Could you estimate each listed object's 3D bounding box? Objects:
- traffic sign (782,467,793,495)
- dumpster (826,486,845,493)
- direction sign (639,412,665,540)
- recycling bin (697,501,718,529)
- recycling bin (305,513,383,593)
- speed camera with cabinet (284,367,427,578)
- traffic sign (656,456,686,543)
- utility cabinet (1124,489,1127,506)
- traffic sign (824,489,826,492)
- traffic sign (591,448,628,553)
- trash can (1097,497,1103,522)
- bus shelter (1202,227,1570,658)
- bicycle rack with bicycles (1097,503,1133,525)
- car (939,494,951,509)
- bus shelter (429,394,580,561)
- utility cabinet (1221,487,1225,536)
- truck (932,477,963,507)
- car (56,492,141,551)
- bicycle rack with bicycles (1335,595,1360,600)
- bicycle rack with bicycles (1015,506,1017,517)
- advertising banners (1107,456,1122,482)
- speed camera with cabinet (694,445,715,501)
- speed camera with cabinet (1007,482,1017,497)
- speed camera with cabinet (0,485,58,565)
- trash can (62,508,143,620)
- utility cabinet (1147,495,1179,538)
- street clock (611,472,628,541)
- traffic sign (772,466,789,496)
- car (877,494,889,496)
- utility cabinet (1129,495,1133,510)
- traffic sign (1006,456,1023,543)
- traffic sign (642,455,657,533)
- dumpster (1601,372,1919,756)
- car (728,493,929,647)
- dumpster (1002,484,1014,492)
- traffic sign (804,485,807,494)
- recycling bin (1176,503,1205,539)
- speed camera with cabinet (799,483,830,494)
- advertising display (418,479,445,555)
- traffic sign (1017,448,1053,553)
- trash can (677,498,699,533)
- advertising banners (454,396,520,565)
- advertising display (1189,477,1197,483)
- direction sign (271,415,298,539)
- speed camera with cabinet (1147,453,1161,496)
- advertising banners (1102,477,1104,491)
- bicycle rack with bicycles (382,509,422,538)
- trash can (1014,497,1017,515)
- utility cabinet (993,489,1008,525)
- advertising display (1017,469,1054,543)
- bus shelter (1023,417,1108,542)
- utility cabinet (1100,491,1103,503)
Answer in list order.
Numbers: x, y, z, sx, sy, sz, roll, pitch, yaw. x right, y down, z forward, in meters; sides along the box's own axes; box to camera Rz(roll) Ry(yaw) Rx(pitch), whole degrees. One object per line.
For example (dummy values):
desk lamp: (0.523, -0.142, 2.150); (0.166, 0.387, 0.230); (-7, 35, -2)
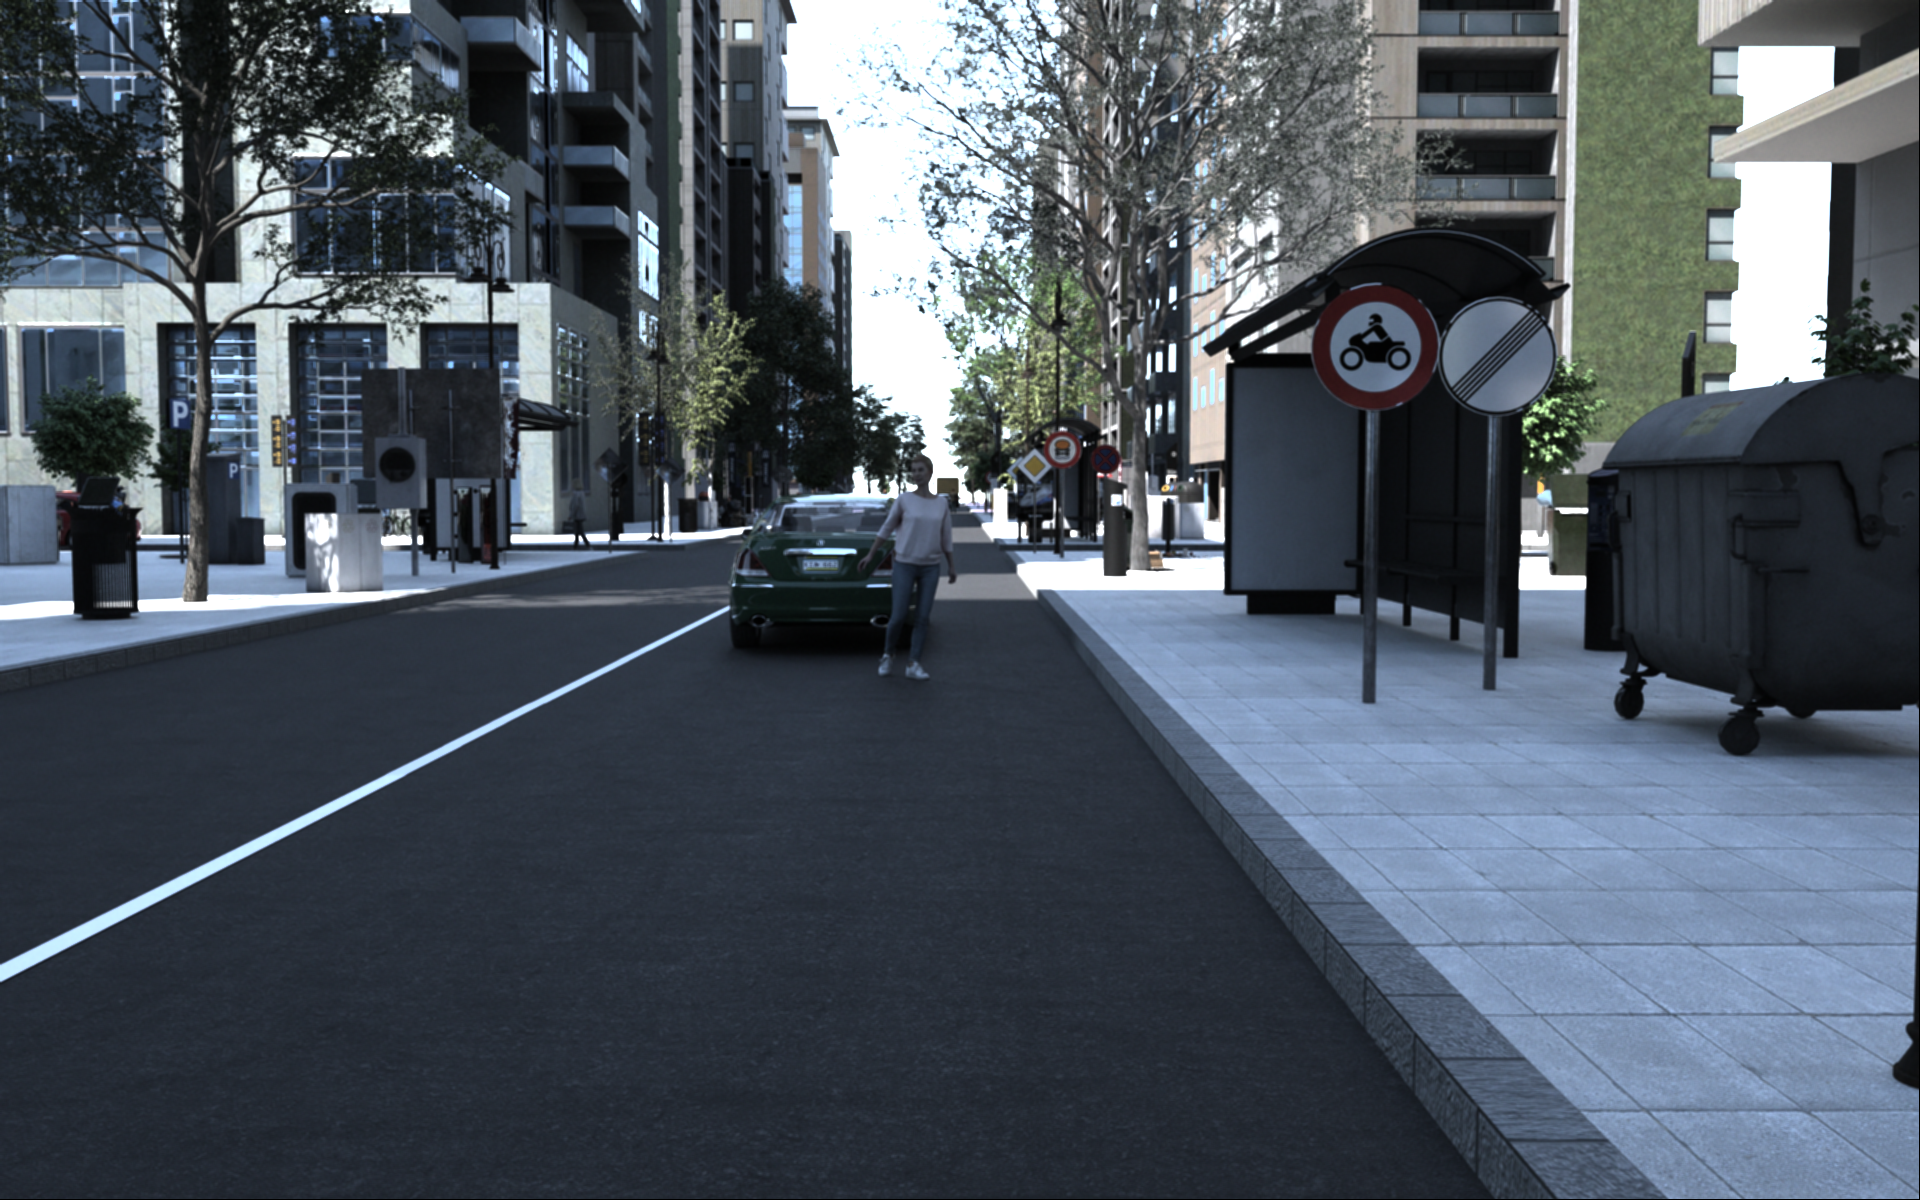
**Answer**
traffic sign: (-8.276, -5.012, 82.049); (0.768, 2.556, 0.104); (0, 4, 2)
dumpster: (-8.507, -6.875, 118.169); (1.264, 1.857, 1.865); (0, 3, 0)
direction sign: (-8.532, -3.428, 48.047); (0.876, 3.537, 0.379); (2, 4, 27)
recycling bin: (-9.330, -3.095, 63.160); (0.722, 1.027, 0.722); (3, 4, 37)
recycling bin: (-8.111, -0.627, 22.803); (0.722, 1.027, 0.722); (3, 4, 37)
speed camera with cabinet: (-9.367, -1.988, 26.843); (2.038, 3.252, 0.660); (0, 4, -6)
traffic sign: (-7.596, -2.559, 45.474); (0.795, 2.450, 0.064); (0, 3, 0)
utility cabinet: (4.930, -2.735, 53.394); (0.318, 1.500, 1.173); (0, 4, -2)
traffic sign: (-9.358, -7.337, 120.058); (0.768, 2.556, 0.104); (0, 4, 5)
traffic sign: (-7.579, -2.070, 37.489); (0.795, 2.450, 0.064); (0, 3, 0)
trash can: (6.062, -4.028, 77.514); (0.748, 1.137, 0.748); (0, 3, 0)
bus shelter: (3.606, -1.345, 15.920); (2.014, 3.302, 5.546); (0, 3, 0)
bicycle rack with bicycles: (6.172, -3.656, 73.154); (2.852, 0.926, 2.925); (-3, 4, -38)
car: (-1.609, -9.581, 168.653); (2.014, 1.417, 4.499); (0, 4, 1)
bus shelter: (-9.416, -2.552, 35.651); (2.014, 3.302, 5.546); (0, 4, 0)
utility cabinet: (8.025, -2.653, 52.051); (0.318, 1.500, 1.173); (0, 4, 4)
truck: (-1.352, -11.942, 191.181); (3.469, 3.379, 9.791); (0, 4, -1)
car: (-22.062, -1.983, 41.464); (4.494, 1.783, 2.155); (0, 4, 0)
bicycle rack with bicycles: (5.462, -0.516, 21.816); (2.925, 0.926, 2.852); (1, 4, 14)
bicycle rack with bicycles: (3.409, -5.138, 97.393); (2.925, 0.926, 2.852); (-1, 4, -10)
advertising banners: (7.224, -5.172, 80.749); (0.090, 3.025, 2.074); (-1, 4, -11)
speed camera with cabinet: (-10.401, -4.666, 70.620); (0.660, 3.252, 2.038); (0, 4, 0)
speed camera with cabinet: (3.543, -7.409, 115.466); (0.660, 3.252, 2.038); (3, 5, 45)
speed camera with cabinet: (-17.373, -2.249, 31.104); (0.660, 3.252, 2.038); (2, 4, 30)
trash can: (-8.808, -0.378, 17.838); (0.748, 1.137, 0.748); (0, 3, 0)
utility cabinet: (5.909, -2.440, 51.051); (1.020, 1.237, 0.306); (2, 4, 28)
street clock: (-9.533, -2.641, 47.753); (0.471, 2.002, 0.358); (3, 5, 44)
traffic sign: (-8.028, -4.727, 77.385); (0.768, 2.556, 0.104); (0, 4, 6)
car: (-5.446, -6.398, 116.412); (2.131, 1.459, 4.920); (0, 4, 0)
utility cabinet: (8.414, -4.262, 80.843); (1.020, 1.237, 0.306); (2, 4, 24)
traffic sign: (1.599, -2.558, 45.473); (0.795, 2.450, 0.064); (0, 3, 0)
traffic sign: (-10.087, -3.474, 56.912); (0.768, 2.556, 0.104); (0, 4, 5)
dumpster: (4.331, -0.207, 9.140); (1.264, 1.857, 1.865); (0, 4, 0)
car: (-1.233, -0.356, 17.625); (2.131, 1.459, 4.920); (0, 3, 0)
dumpster: (3.551, -7.097, 118.537); (1.502, 2.255, 1.985); (0, 3, 0)
traffic sign: (-9.852, -6.771, 110.811); (0.768, 2.556, 0.104); (0, 4, 8)
recycling bin: (6.567, -2.250, 49.347); (0.722, 1.027, 0.722); (0, 4, -2)
speed camera with cabinet: (-9.479, -7.247, 112.829); (2.038, 3.252, 0.660); (-2, 4, -32)
advertising display: (-11.328, -1.943, 36.989); (0.123, 1.923, 0.974); (2, 4, 24)
traffic sign: (1.615, -2.070, 37.488); (0.795, 2.450, 0.064); (0, 3, 0)
trash can: (-8.941, -2.771, 56.961); (0.748, 1.137, 0.748); (0, 3, 0)
advertising banners: (-8.633, -2.166, 31.610); (2.074, 3.025, 0.090); (3, 5, 41)
advertising display: (8.623, -3.608, 64.204); (0.123, 1.923, 0.974); (0, 4, -2)
direction sign: (-19.411, -3.537, 49.821); (0.876, 3.537, 0.379); (1, 4, 21)
speed camera with cabinet: (9.813, -5.546, 85.010); (2.038, 3.252, 0.660); (-3, 4, -36)
advertising banners: (8.786, -7.104, 112.339); (2.074, 3.025, 0.090); (-1, 4, -22)
bicycle rack with bicycles: (-16.613, -2.329, 51.461); (2.852, 0.926, 2.925); (-3, 4, -37)
trash can: (3.419, -5.360, 99.286); (0.748, 1.137, 0.748); (0, 3, 0)
utility cabinet: (1.652, -3.765, 70.238); (0.318, 1.500, 1.173); (-1, 4, -13)
advertising display: (1.967, -2.450, 45.269); (0.974, 1.923, 0.123); (0, 4, 0)
bus shelter: (2.876, -3.334, 48.427); (2.014, 3.302, 5.546); (0, 3, 0)
utility cabinet: (8.688, -5.765, 102.941); (0.318, 1.500, 1.173); (-1, 4, -18)
